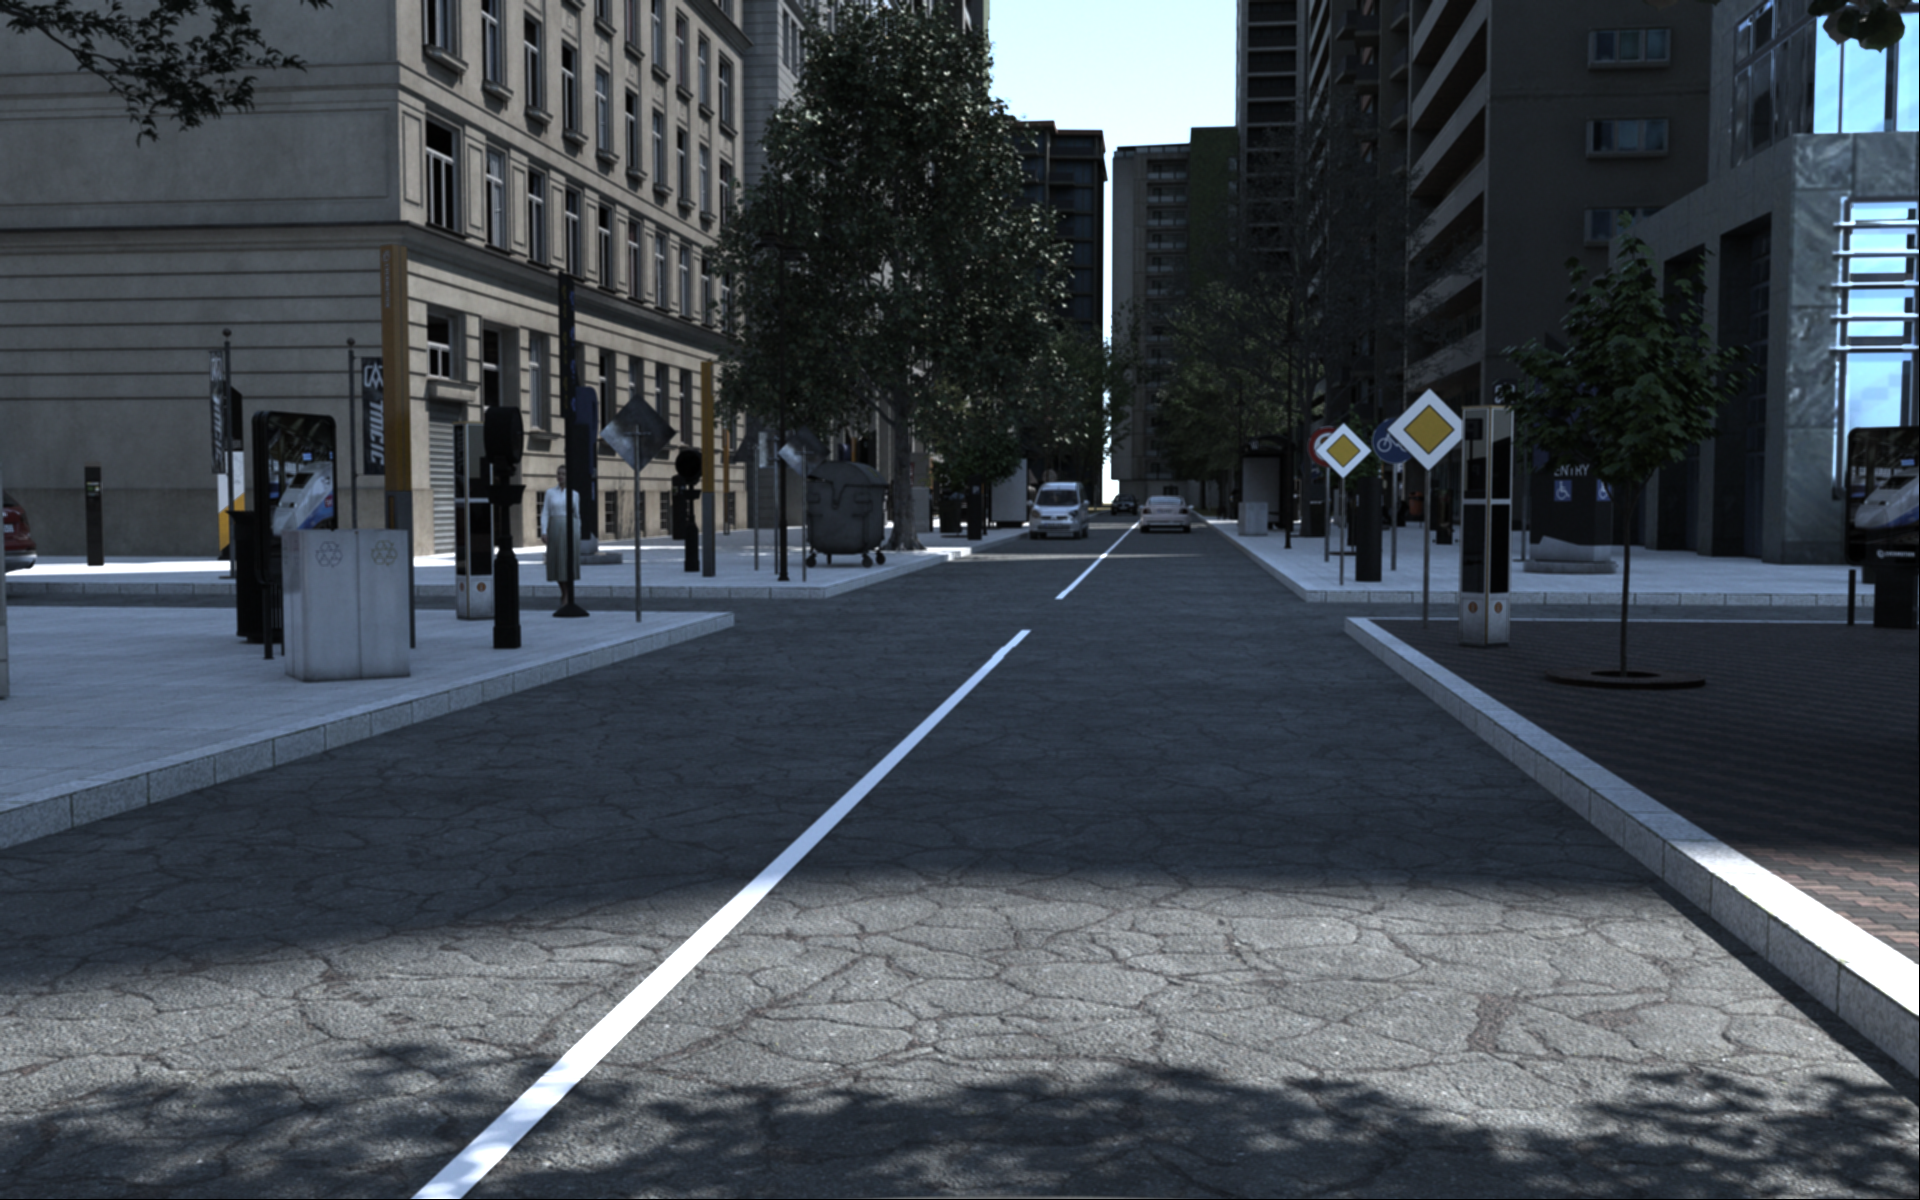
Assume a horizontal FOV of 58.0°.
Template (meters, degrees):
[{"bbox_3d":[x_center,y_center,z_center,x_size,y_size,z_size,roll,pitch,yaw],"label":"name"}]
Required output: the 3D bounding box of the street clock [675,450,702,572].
[{"bbox_3d":[-4.432,-1.469,28.589,0.471,2.002,0.358,1,4,18],"label":"street clock"}]

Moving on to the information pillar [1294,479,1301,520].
[{"bbox_3d":[16.904,-5.048,87.028,0.304,2.012,0.304,-1,4,-19],"label":"information pillar"}]

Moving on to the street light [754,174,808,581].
[{"bbox_3d":[-2.611,-3.221,25.453,0.468,5.910,1.993,0,4,7],"label":"street light"}]

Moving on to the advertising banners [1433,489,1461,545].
[{"bbox_3d":[12.801,-2.891,43.455,0.090,3.025,2.074,-3,5,-41],"label":"advertising banners"}]

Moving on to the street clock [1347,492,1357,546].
[{"bbox_3d":[9.721,-2.340,42.827,0.471,2.002,0.358,-2,4,-26],"label":"street clock"}]

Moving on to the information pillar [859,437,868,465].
[{"bbox_3d":[-3.465,-4.337,62.267,0.183,3.616,0.504,2,4,32],"label":"information pillar"}]

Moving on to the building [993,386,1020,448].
[{"bbox_3d":[-10.918,-51.660,157.309,31.000,86.520,22.319,0,4,7],"label":"building"}]

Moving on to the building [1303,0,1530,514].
[{"bbox_3d":[39.444,-31.508,138.849,21.300,48.544,21.600,0,4,7],"label":"building"}]

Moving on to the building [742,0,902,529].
[{"bbox_3d":[-10.200,-18.396,78.273,11.434,29.767,29.804,0,4,7],"label":"building"}]

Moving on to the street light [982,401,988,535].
[{"bbox_3d":[0.776,-4.970,54.045,0.468,5.910,1.993,0,4,7],"label":"street light"}]

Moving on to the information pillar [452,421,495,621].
[{"bbox_3d":[-4.958,-0.806,17.678,0.304,2.012,0.304,-3,5,-40],"label":"information pillar"}]

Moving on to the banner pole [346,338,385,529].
[{"bbox_3d":[-9.530,-2.315,27.871,0.863,3.779,0.401,0,4,-4],"label":"banner pole"}]

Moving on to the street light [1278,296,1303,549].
[{"bbox_3d":[7.734,-4.152,40.671,0.468,5.910,1.993,0,4,7],"label":"street light"}]

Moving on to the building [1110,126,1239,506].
[{"bbox_3d":[24.177,-31.359,196.319,14.086,41.232,14.154,0,4,7],"label":"building"}]

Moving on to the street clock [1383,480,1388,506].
[{"bbox_3d":[21.123,-5.010,86.486,0.471,2.002,0.358,-3,5,-44],"label":"street clock"}]

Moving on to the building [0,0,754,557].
[{"bbox_3d":[-16.651,-13.204,49.163,16.112,22.955,30.059,0,4,7],"label":"building"}]

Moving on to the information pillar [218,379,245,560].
[{"bbox_3d":[-14.183,-2.587,33.645,0.504,3.616,0.183,-1,4,-14],"label":"information pillar"}]

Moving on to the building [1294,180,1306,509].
[{"bbox_3d":[37.433,-23.602,157.589,14.160,30.474,14.107,0,4,7],"label":"building"}]

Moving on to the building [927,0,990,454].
[{"bbox_3d":[-5.439,-27.224,128.703,14.154,41.232,14.086,0,4,7],"label":"building"}]

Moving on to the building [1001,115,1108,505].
[{"bbox_3d":[2.613,-33.562,203.360,28.867,44.769,22.147,0,4,7],"label":"building"}]

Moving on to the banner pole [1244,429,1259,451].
[{"bbox_3d":[11.154,-4.687,66.652,0.863,3.779,0.401,3,5,43],"label":"banner pole"}]

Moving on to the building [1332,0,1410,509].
[{"bbox_3d":[36.386,-28.094,113.963,22.147,44.769,28.867,0,4,7],"label":"building"}]

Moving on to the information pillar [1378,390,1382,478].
[{"bbox_3d":[9.391,-2.902,38.796,0.183,3.616,0.504,1,4,12],"label":"information pillar"}]

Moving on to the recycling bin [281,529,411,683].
[{"bbox_3d":[-4.337,0.020,12.228,0.722,1.027,0.722,-2,4,-32],"label":"recycling bin"}]

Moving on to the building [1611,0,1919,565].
[{"bbox_3d":[31.591,-44.361,37.979,31.000,86.520,22.319,0,4,7],"label":"building"}]

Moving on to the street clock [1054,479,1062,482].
[{"bbox_3d":[4.826,-4.921,85.023,0.471,2.002,0.358,-2,4,-31],"label":"street clock"}]

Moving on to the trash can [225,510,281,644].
[{"bbox_3d":[-5.964,-0.207,15.044,0.748,1.137,0.748,0,3,0],"label":"trash can"}]

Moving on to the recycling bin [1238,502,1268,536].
[{"bbox_3d":[9.008,-2.489,53.245,0.722,1.027,0.722,-1,4,-10],"label":"recycling bin"}]

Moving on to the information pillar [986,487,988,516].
[{"bbox_3d":[1.394,-5.827,99.768,0.304,2.012,0.304,3,4,37],"label":"information pillar"}]

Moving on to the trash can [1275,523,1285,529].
[{"bbox_3d":[12.039,-3.229,64.442,0.748,1.137,0.748,0,3,0],"label":"trash can"}]

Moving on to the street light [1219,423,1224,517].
[{"bbox_3d":[14.750,-7.647,97.813,0.468,5.910,1.993,0,4,7],"label":"street light"}]

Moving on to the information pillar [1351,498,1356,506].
[{"bbox_3d":[13.333,-4.120,58.709,0.183,3.616,0.504,0,4,3],"label":"information pillar"}]

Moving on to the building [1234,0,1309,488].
[{"bbox_3d":[41.790,-46.381,196.574,20.611,71.187,20.563,0,4,7],"label":"building"}]

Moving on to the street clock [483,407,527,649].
[{"bbox_3d":[-3.776,-0.600,14.388,0.358,2.002,0.471,0,4,-2],"label":"street clock"}]

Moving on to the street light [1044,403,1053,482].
[{"bbox_3d":[4.155,-6.690,82.176,0.468,5.910,1.993,0,4,7],"label":"street light"}]

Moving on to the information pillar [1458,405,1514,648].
[{"bbox_3d":[4.408,-0.613,14.516,0.304,2.012,0.304,-2,4,-33],"label":"information pillar"}]

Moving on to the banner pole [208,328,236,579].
[{"bbox_3d":[-11.236,-2.226,26.413,0.863,3.779,0.401,3,5,43],"label":"banner pole"}]

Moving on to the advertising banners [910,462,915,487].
[{"bbox_3d":[-3.469,-6.096,95.851,2.074,3.025,0.090,1,4,20],"label":"advertising banners"}]

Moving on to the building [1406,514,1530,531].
[{"bbox_3d":[30.134,-27.199,68.408,21.300,48.544,21.600,0,4,7],"label":"building"}]

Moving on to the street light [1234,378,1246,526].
[{"bbox_3d":[11.158,-5.889,69.070,0.468,5.910,1.993,0,4,7],"label":"street light"}]

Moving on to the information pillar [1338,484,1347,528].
[{"bbox_3d":[14.567,-3.755,65.892,0.304,2.012,0.304,1,4,17],"label":"information pillar"}]

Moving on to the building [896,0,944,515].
[{"bbox_3d":[-10.663,-41.140,110.885,20.563,71.187,20.611,0,4,7],"label":"building"}]
